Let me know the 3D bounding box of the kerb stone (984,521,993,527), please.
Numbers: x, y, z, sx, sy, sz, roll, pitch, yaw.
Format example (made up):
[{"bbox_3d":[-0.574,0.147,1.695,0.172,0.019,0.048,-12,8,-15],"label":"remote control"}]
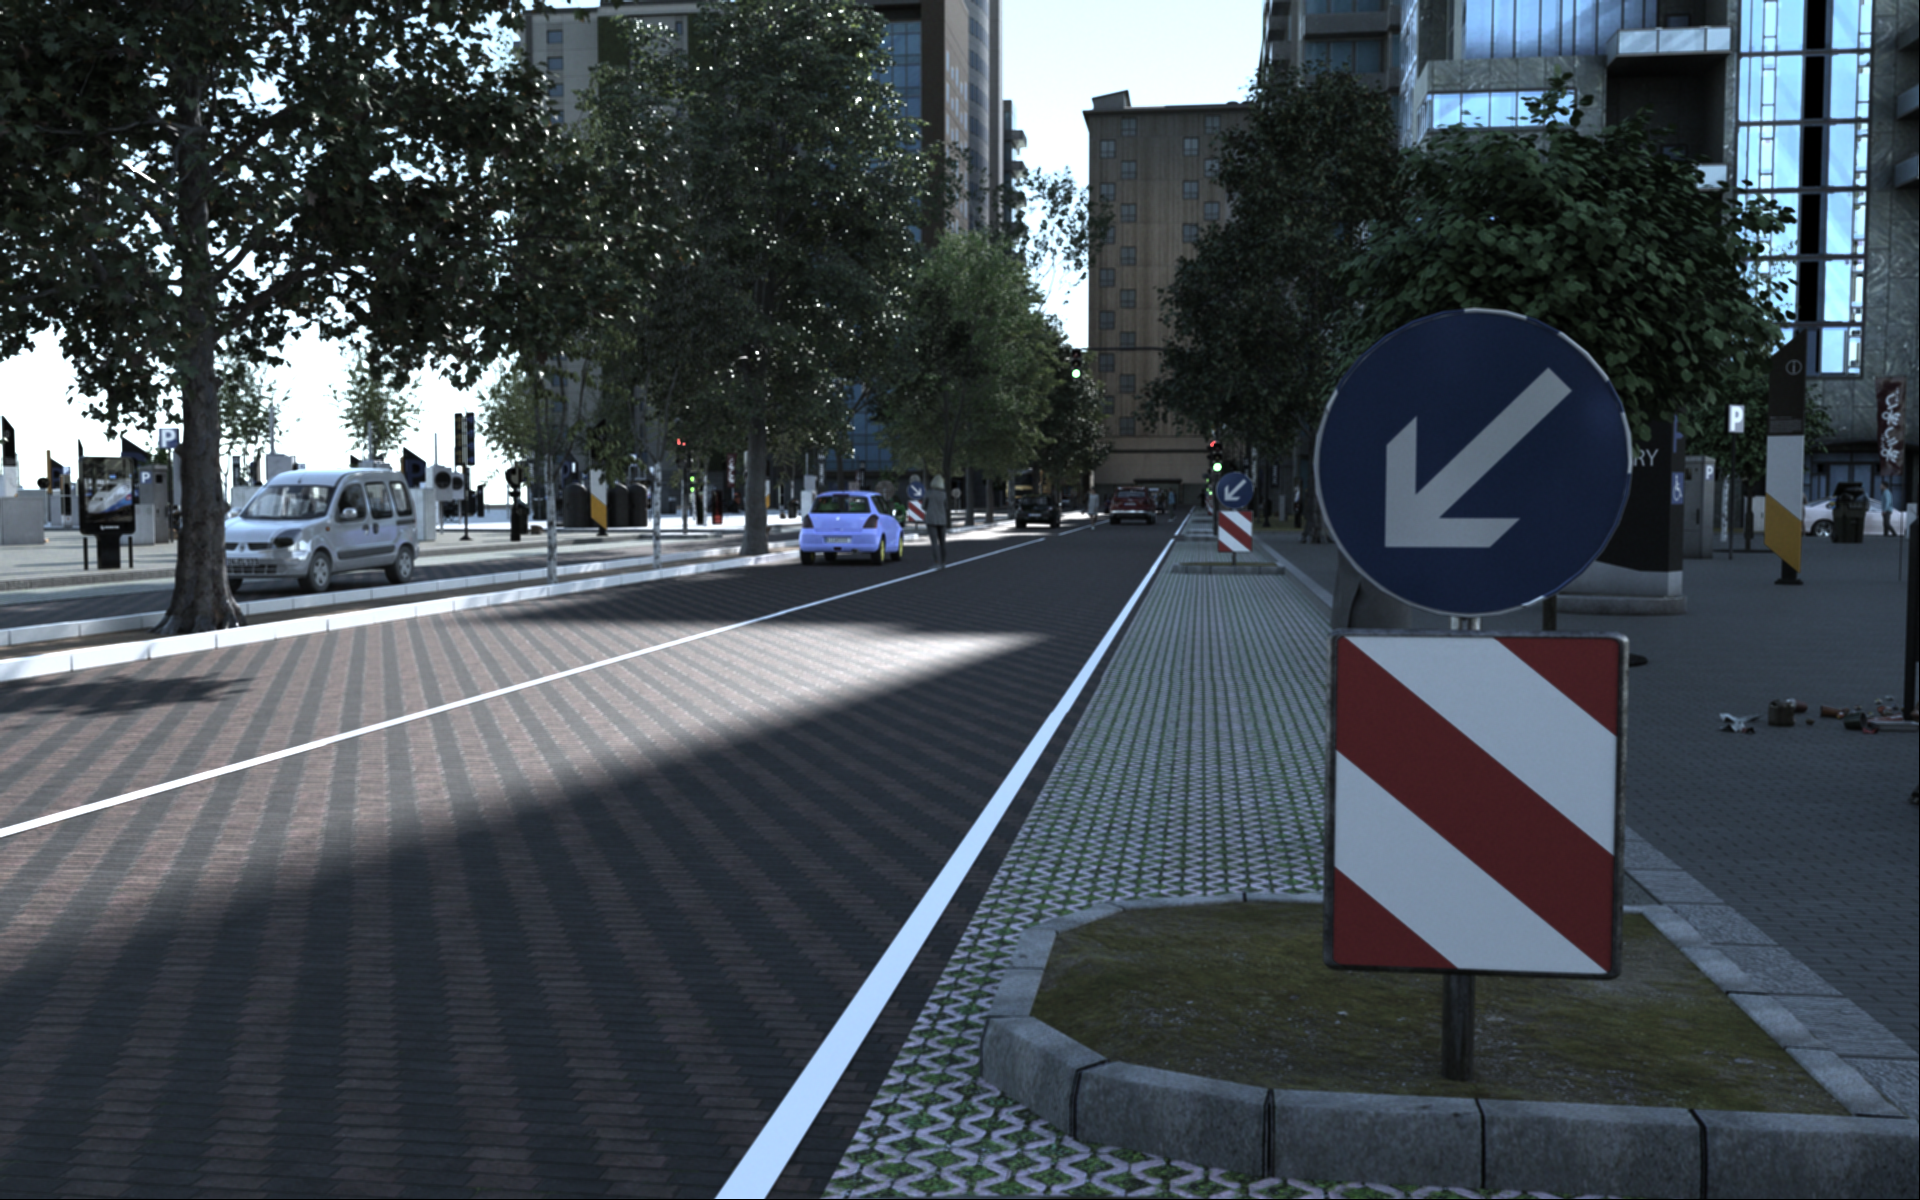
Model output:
[{"bbox_3d":[1.161,-3.165,73.948,0.120,0.150,1.000,0,4,8],"label":"kerb stone"}]

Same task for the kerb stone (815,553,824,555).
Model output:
[{"bbox_3d":[-3.321,-1.202,41.920,0.120,0.150,1.000,0,4,8],"label":"kerb stone"}]

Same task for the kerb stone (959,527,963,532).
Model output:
[{"bbox_3d":[-0.123,-2.605,64.793,0.120,0.150,1.000,0,4,8],"label":"kerb stone"}]

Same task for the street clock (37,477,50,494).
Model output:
[{"bbox_3d":[-39.298,-4.264,74.283,0.471,2.002,0.358,-2,4,-35],"label":"street clock"}]

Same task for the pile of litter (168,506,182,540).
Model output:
[{"bbox_3d":[-22.495,-2.151,49.133,1.719,0.858,1.176,3,5,42],"label":"pile of litter"}]

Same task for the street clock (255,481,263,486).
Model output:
[{"bbox_3d":[-40.275,-5.810,99.570,0.358,2.002,0.471,1,4,9],"label":"street clock"}]

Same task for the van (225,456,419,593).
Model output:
[{"bbox_3d":[-9.877,-1.192,26.495,2.013,2.044,4.112,1,4,9],"label":"van"}]

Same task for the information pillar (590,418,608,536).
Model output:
[{"bbox_3d":[-11.055,-3.771,53.011,0.504,3.616,0.183,-1,4,-16],"label":"information pillar"}]

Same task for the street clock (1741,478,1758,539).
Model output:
[{"bbox_3d":[22.740,-2.770,49.861,0.358,2.002,0.471,-3,5,-43],"label":"street clock"}]

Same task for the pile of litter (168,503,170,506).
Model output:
[{"bbox_3d":[-43.678,-4.968,95.189,1.719,0.858,1.176,-1,4,-15],"label":"pile of litter"}]

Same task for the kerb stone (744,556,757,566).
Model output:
[{"bbox_3d":[-4.312,-0.773,34.831,0.120,0.150,1.000,0,4,8],"label":"kerb stone"}]

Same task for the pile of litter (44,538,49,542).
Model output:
[{"bbox_3d":[-24.994,-1.960,46.007,1.719,0.858,1.176,3,4,37],"label":"pile of litter"}]

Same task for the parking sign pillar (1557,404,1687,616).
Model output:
[{"bbox_3d":[7.180,-1.859,18.868,1.447,3.967,1.447,3,5,43],"label":"parking sign pillar"}]

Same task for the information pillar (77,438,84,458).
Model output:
[{"bbox_3d":[-36.971,-4.987,72.888,0.183,3.616,0.504,-1,4,-10],"label":"information pillar"}]

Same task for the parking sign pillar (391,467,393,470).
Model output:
[{"bbox_3d":[-39.122,-7.903,117.694,1.447,3.967,1.447,-3,5,-41],"label":"parking sign pillar"}]

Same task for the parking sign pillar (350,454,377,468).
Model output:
[{"bbox_3d":[-39.830,-7.739,115.011,1.447,3.967,1.447,0,4,-7],"label":"parking sign pillar"}]

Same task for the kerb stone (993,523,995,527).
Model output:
[{"bbox_3d":[1.304,-3.227,74.963,0.120,0.150,1.000,0,4,8],"label":"kerb stone"}]

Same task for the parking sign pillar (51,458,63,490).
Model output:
[{"bbox_3d":[-65.939,-8.459,126.769,1.447,3.967,1.447,0,4,-7],"label":"parking sign pillar"}]

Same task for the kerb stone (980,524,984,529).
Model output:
[{"bbox_3d":[0.738,-2.970,70.903,0.120,0.150,1.000,0,4,8],"label":"kerb stone"}]

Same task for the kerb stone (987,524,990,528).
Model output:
[{"bbox_3d":[1.029,-3.103,72.934,0.120,0.150,1.000,0,4,8],"label":"kerb stone"}]

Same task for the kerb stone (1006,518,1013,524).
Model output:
[{"bbox_3d":[2.302,-3.661,82.058,0.120,0.150,1.000,0,4,8],"label":"kerb stone"}]

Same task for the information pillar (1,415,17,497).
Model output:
[{"bbox_3d":[-28.277,-3.679,51.513,0.183,3.616,0.504,1,4,10],"label":"information pillar"}]

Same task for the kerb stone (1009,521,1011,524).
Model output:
[{"bbox_3d":[2.161,-3.595,81.044,0.120,0.150,1.000,0,4,8],"label":"kerb stone"}]

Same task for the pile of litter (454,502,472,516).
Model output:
[{"bbox_3d":[-28.718,-5.252,99.838,1.176,0.858,1.719,-1,4,-20],"label":"pile of litter"}]

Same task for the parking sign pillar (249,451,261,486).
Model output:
[{"bbox_3d":[-41.985,-7.019,103.233,1.447,3.967,1.447,-1,4,-12],"label":"parking sign pillar"}]

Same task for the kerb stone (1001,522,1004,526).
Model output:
[{"bbox_3d":[1.731,-3.413,78.004,0.120,0.150,1.000,0,4,8],"label":"kerb stone"}]

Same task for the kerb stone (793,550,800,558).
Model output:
[{"bbox_3d":[-3.750,-1.018,38.883,0.120,0.150,1.000,0,4,8],"label":"kerb stone"}]

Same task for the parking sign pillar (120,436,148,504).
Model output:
[{"bbox_3d":[-38.145,-5.609,80.183,1.447,3.967,1.447,0,4,-4],"label":"parking sign pillar"}]

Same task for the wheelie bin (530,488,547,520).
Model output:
[{"bbox_3d":[-20.891,-4.786,86.165,0.980,1.594,0.693,0,4,6],"label":"wheelie bin"}]

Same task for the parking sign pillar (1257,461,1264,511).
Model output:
[{"bbox_3d":[23.201,-8.910,134.157,1.447,3.967,1.447,1,4,18],"label":"parking sign pillar"}]

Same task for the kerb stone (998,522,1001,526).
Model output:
[{"bbox_3d":[1.592,-3.351,76.991,0.120,0.150,1.000,0,4,8],"label":"kerb stone"}]

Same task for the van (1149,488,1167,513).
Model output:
[{"bbox_3d":[14.623,-7.556,130.557,2.013,2.044,4.112,0,4,6],"label":"van"}]

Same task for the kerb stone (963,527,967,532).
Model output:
[{"bbox_3d":[0.032,-2.665,65.811,0.120,0.150,1.000,0,4,8],"label":"kerb stone"}]

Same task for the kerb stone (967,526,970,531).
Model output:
[{"bbox_3d":[0.160,-2.730,66.828,0.120,0.150,1.000,0,4,8],"label":"kerb stone"}]

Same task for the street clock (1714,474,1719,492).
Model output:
[{"bbox_3d":[18.749,-2.380,43.477,0.471,2.002,0.358,-1,4,-9],"label":"street clock"}]

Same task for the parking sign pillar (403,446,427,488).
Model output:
[{"bbox_3d":[-30.577,-6.658,97.335,1.447,3.967,1.447,-3,4,-36],"label":"parking sign pillar"}]

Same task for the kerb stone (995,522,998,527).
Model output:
[{"bbox_3d":[1.447,-3.288,75.975,0.120,0.150,1.000,0,4,8],"label":"kerb stone"}]

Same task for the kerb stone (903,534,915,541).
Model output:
[{"bbox_3d":[-1.620,-1.950,54.099,0.120,0.150,1.000,0,4,8],"label":"kerb stone"}]

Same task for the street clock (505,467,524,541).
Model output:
[{"bbox_3d":[-12.114,-2.604,47.141,0.358,2.002,0.471,3,4,37],"label":"street clock"}]

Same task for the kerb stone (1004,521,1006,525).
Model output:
[{"bbox_3d":[1.865,-3.475,79.017,0.120,0.150,1.000,0,4,8],"label":"kerb stone"}]

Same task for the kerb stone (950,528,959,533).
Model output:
[{"bbox_3d":[-0.258,-2.543,63.778,0.120,0.150,1.000,0,4,8],"label":"kerb stone"}]

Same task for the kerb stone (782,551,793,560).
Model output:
[{"bbox_3d":[-3.887,-0.955,37.871,0.120,0.150,1.000,0,4,8],"label":"kerb stone"}]

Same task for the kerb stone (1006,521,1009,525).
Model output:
[{"bbox_3d":[2.015,-3.537,80.028,0.120,0.150,1.000,0,4,8],"label":"kerb stone"}]

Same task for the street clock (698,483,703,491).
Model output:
[{"bbox_3d":[-17.347,-6.797,115.701,0.358,2.002,0.471,-2,4,-28],"label":"street clock"}]

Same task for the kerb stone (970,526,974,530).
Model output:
[{"bbox_3d":[0.308,-2.792,67.853,0.120,0.150,1.000,0,4,8],"label":"kerb stone"}]

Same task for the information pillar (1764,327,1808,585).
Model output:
[{"bbox_3d":[11.715,-2.031,24.554,0.504,3.616,0.183,3,4,36],"label":"information pillar"}]

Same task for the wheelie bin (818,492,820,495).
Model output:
[{"bbox_3d":[-10.128,-6.875,120.320,0.980,1.594,0.693,2,4,28],"label":"wheelie bin"}]

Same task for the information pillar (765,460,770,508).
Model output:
[{"bbox_3d":[-11.582,-6.835,103.111,0.504,3.616,0.183,0,4,-5],"label":"information pillar"}]

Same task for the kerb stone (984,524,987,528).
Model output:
[{"bbox_3d":[0.875,-3.035,71.917,0.120,0.150,1.000,0,4,8],"label":"kerb stone"}]

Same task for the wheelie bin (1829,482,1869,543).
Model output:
[{"bbox_3d":[23.398,-2.300,45.508,0.980,1.594,0.693,0,4,-2],"label":"wheelie bin"}]

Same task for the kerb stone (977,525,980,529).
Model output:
[{"bbox_3d":[0.592,-2.916,69.877,0.120,0.150,1.000,0,4,8],"label":"kerb stone"}]

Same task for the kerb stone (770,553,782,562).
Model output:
[{"bbox_3d":[-4.025,-0.897,36.858,0.120,0.150,1.000,0,4,8],"label":"kerb stone"}]

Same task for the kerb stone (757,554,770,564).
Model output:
[{"bbox_3d":[-4.170,-0.828,35.844,0.120,0.150,1.000,0,4,8],"label":"kerb stone"}]

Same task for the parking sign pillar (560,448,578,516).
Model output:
[{"bbox_3d":[-22.826,-6.903,101.336,1.447,3.967,1.447,-3,5,-41],"label":"parking sign pillar"}]

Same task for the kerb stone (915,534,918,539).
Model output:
[{"bbox_3d":[-1.469,-2.013,55.110,0.120,0.150,1.000,0,4,8],"label":"kerb stone"}]

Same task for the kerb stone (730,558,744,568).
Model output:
[{"bbox_3d":[-4.454,-0.711,33.819,0.120,0.150,1.000,0,4,8],"label":"kerb stone"}]

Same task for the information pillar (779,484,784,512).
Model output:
[{"bbox_3d":[-12.754,-7.297,123.802,0.304,2.012,0.304,-1,4,-20],"label":"information pillar"}]

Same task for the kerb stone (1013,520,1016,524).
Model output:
[{"bbox_3d":[2.444,-3.723,83.071,0.120,0.150,1.000,0,4,8],"label":"kerb stone"}]

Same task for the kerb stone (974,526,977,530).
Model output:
[{"bbox_3d":[0.453,-2.854,68.864,0.120,0.150,1.000,0,4,8],"label":"kerb stone"}]
